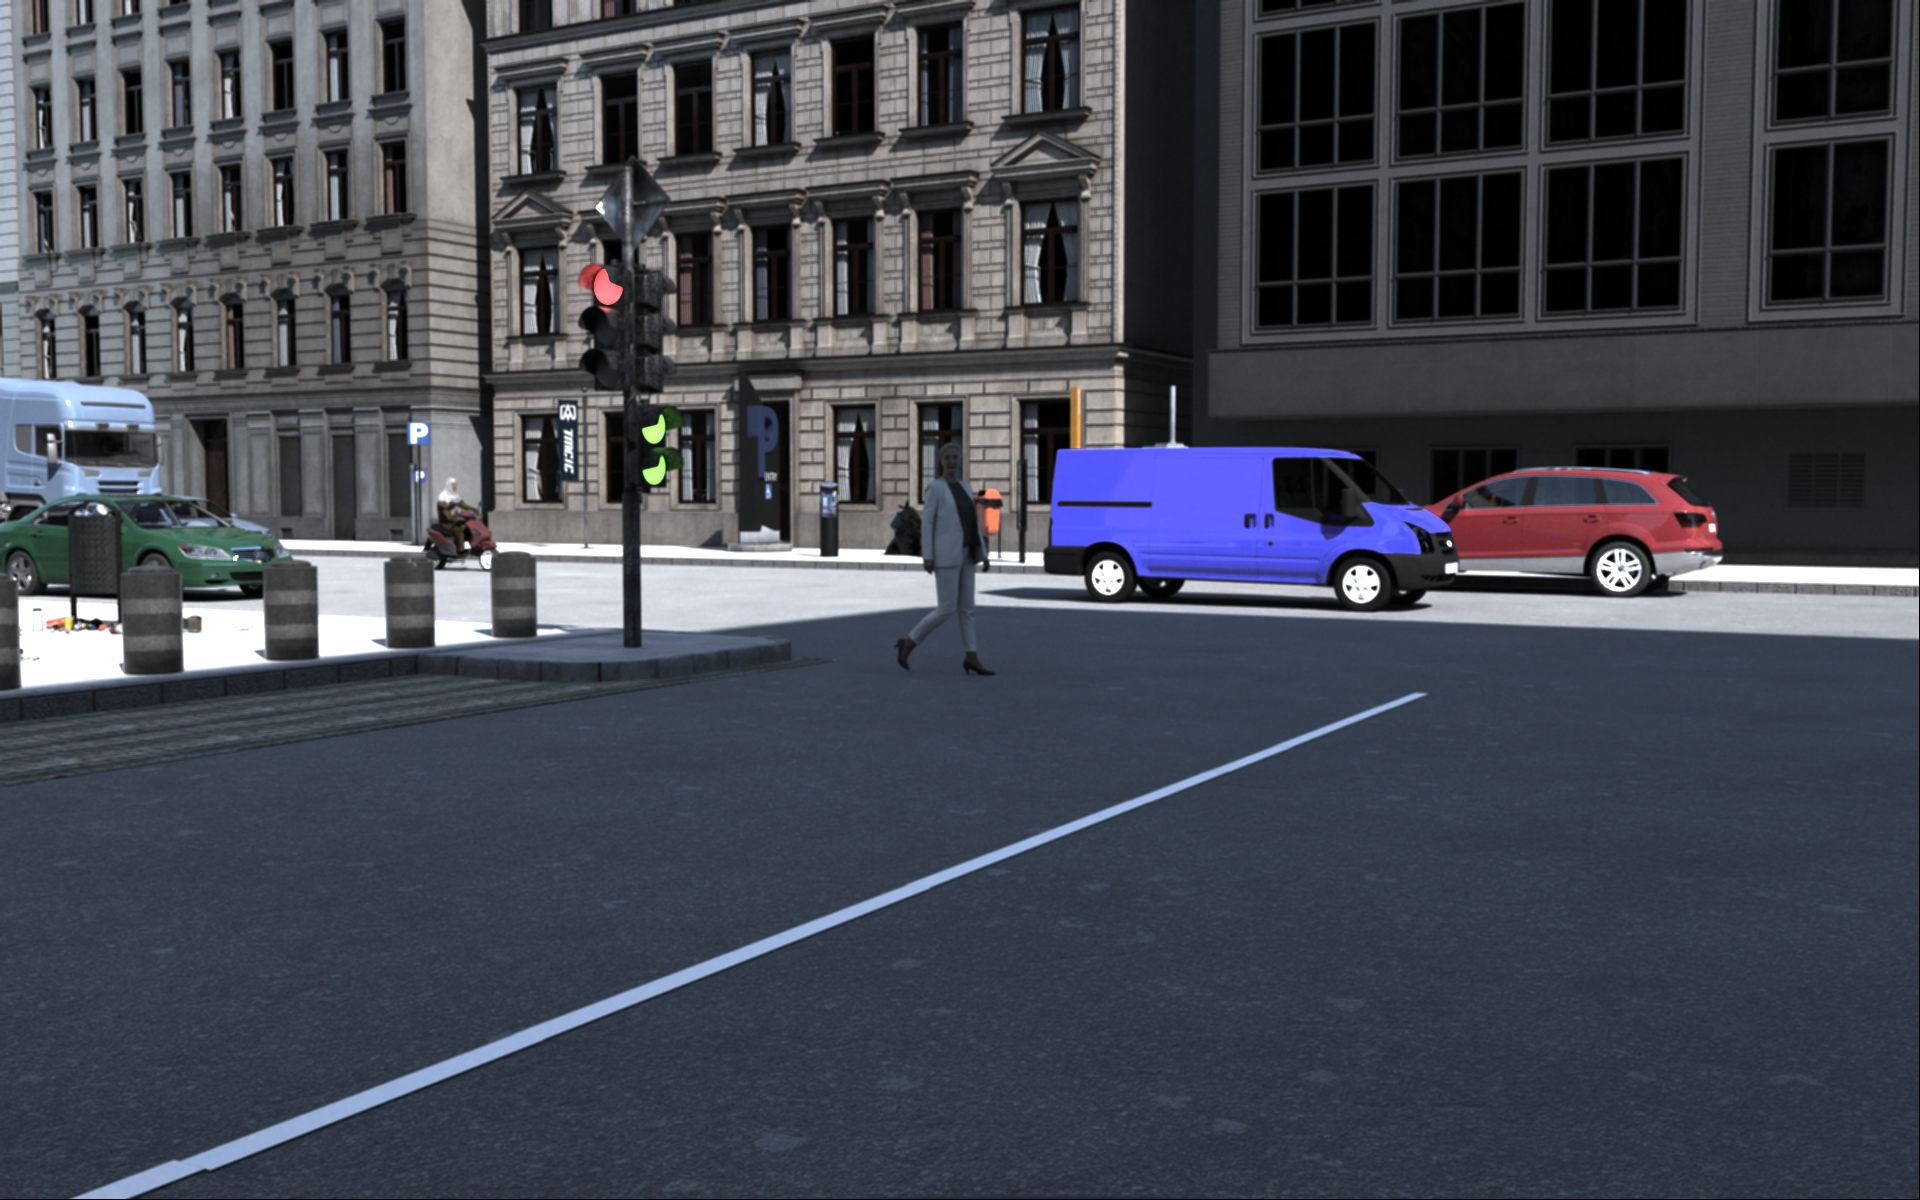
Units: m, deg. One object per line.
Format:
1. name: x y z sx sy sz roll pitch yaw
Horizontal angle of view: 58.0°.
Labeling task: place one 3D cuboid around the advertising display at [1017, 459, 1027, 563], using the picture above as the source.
1. advertising display: 1.158 -1.665 32.439 0.123 1.923 0.974 0 4 -2

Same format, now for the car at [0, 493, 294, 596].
1. car: -11.559 -0.772 24.417 4.920 1.459 2.131 2 4 27

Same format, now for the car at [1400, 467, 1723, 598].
1. car: 8.341 -1.030 25.512 5.304 1.827 2.281 2 4 31

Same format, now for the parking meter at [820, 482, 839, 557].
1. parking meter: -2.671 -1.650 35.387 0.372 1.533 0.369 0 3 0

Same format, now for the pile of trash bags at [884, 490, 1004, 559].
1. pile of trash bags: -0.115 -1.581 35.599 1.912 1.369 3.447 -2 4 -30

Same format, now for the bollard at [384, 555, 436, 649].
1. bollard: -4.616 0.011 14.535 0.404 0.777 0.398 0 3 0

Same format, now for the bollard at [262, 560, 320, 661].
1. bollard: -5.209 0.075 13.489 0.404 0.777 0.398 0 3 0

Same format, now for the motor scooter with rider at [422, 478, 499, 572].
1. motor scooter with rider: -9.357 -1.430 32.351 1.986 1.779 0.876 2 4 31

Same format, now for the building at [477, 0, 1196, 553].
1. building: -2.231 -11.017 44.756 19.286 19.102 10.561 2 4 29

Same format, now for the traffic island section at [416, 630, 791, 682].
1. traffic island section: -2.763 0.472 14.558 2.009 0.180 2.903 2 4 29

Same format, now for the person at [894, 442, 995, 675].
1. person: -0.119 -0.329 13.756 0.818 1.842 0.514 1 4 21

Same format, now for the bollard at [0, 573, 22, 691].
1. bollard: -6.404 0.204 11.381 0.404 0.777 0.398 0 3 0

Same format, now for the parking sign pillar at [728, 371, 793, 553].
1. parking sign pillar: -4.458 -3.063 38.551 1.447 3.967 1.447 1 4 17

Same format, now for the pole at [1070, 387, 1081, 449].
1. pole: 2.203 -2.399 33.068 0.158 3.312 0.155 0 3 0

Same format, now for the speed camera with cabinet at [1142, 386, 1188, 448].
1. speed camera with cabinet: 3.332 -2.315 32.187 0.660 3.252 2.038 -3 4 -36

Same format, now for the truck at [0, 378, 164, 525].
1. truck: -26.913 -3.294 43.612 18.799 4.110 2.967 2 4 27

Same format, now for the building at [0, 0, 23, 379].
1. building: -39.708 -17.629 65.719 29.804 29.767 11.434 2 4 29

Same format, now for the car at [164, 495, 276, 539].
1. car: -15.709 -1.393 34.780 4.499 1.417 2.014 2 4 30

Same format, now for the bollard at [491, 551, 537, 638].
1. bollard: -4.015 -0.053 15.591 0.404 0.777 0.398 0 3 0

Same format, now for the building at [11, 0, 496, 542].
1. building: -19.287 -12.486 53.293 18.267 20.994 9.793 2 4 29

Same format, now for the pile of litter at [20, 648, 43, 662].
1. pile of litter: -7.985 0.032 13.440 1.719 0.858 1.176 2 4 33

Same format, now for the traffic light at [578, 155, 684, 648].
1. traffic light: -2.733 -1.559 14.404 0.839 4.253 0.868 2 4 29

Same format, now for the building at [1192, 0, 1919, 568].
1. building: 17.893 -14.734 34.405 24.014 27.812 14.314 2 4 29

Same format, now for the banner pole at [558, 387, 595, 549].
1. banner pole: -9.011 -3.094 40.600 0.863 3.779 0.401 -2 4 -26

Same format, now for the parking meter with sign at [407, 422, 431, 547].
1. parking meter with sign: -13.360 -2.853 42.908 0.543 3.016 1.738 -1 4 -16

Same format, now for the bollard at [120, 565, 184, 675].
1. bollard: -5.801 0.139 12.443 0.404 0.777 0.398 0 3 0

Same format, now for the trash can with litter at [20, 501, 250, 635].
1. trash can with litter: -7.822 -0.316 16.228 2.233 1.210 1.678 1 4 11

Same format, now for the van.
1. van: 3.805 -1.115 22.610 5.245 2.365 2.240 2 4 30
